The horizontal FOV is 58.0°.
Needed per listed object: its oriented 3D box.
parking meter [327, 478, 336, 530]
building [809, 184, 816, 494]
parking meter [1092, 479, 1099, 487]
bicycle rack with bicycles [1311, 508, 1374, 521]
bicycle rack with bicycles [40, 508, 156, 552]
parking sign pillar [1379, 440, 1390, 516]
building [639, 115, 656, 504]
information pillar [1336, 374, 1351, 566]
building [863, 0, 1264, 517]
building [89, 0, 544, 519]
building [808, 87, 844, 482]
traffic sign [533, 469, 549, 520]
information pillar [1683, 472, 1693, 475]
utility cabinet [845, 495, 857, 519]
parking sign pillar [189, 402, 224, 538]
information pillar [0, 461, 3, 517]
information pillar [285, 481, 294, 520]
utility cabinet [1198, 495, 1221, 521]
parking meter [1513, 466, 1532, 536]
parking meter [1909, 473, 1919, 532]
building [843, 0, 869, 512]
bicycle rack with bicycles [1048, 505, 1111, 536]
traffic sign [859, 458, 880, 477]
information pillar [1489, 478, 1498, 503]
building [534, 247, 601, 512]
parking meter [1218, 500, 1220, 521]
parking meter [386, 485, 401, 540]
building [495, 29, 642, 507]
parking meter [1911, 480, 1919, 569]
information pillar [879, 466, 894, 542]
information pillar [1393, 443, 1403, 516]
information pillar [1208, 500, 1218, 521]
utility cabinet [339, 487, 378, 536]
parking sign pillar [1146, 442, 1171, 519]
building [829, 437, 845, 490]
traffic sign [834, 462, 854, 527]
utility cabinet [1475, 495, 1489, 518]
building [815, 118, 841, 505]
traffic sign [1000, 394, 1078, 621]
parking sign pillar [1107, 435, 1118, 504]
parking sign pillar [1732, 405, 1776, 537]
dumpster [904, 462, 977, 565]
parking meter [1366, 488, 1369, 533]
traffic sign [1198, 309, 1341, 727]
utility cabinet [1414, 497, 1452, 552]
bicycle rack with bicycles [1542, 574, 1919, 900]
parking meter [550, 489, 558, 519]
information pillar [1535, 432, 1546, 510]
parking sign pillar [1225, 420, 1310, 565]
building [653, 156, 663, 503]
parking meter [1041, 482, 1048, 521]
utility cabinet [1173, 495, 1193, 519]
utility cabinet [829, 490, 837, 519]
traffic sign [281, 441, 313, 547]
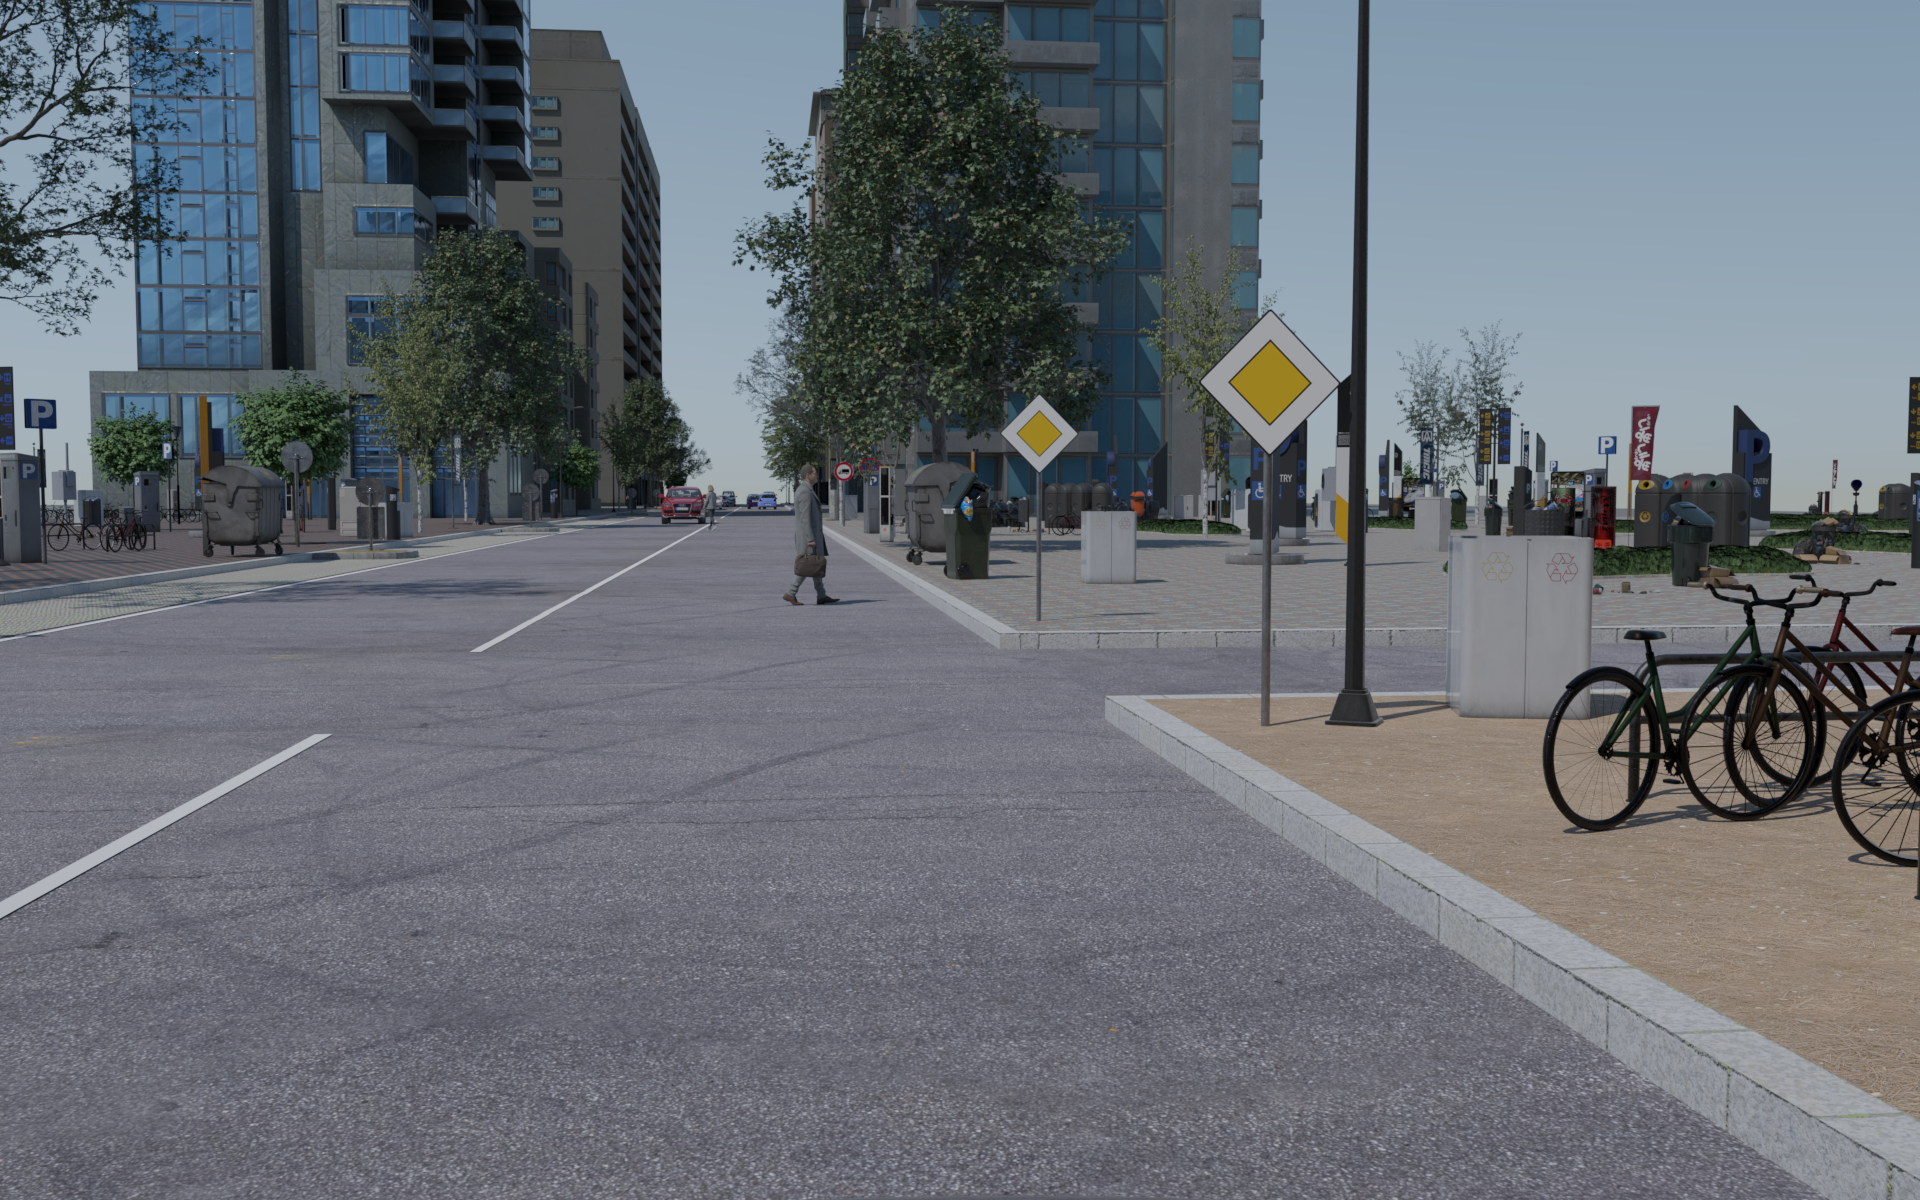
[{"bbox_3d":[-22.422,-3.429,61.782,0.255,1.863,0.399,-2,4,-26],"label":"parking meter"},{"bbox_3d":[-14.127,-36.347,244.378,14.600,45.320,14.200,0,4,-6],"label":"building"},{"bbox_3d":[5.331,-3.824,68.237,0.255,1.863,0.399,0,4,1],"label":"parking meter"},{"bbox_3d":[17.584,-4.068,79.889,2.925,0.926,2.852,0,4,7],"label":"bicycle rack with bicycles"},{"bbox_3d":[-19.427,-1.588,39.340,2.852,0.926,2.925,1,4,9],"label":"bicycle rack with bicycles"},{"bbox_3d":[20.865,-5.915,85.182,1.447,3.967,1.447,1,4,18],"label":"parking sign pillar"},{"bbox_3d":[-48.307,-35.645,206.502,21.300,48.544,21.600,0,4,-6],"label":"building"},{"bbox_3d":[6.947,-2.411,30.772,0.504,3.616,0.183,1,4,19],"label":"information pillar"},{"bbox_3d":[5.518,-29.899,108.450,23.786,49.044,30.456,0,4,-6],"label":"building"},{"bbox_3d":[-36.746,-48.346,103.127,22.319,86.520,31.000,0,4,-6],"label":"building"},{"bbox_3d":[-4.793,-38.813,223.823,28.713,52.752,27.495,0,4,-6],"label":"building"},{"bbox_3d":[-20.988,-5.299,86.749,0.768,2.556,0.104,0,4,-4],"label":"traffic sign"},{"bbox_3d":[24.689,-3.321,58.792,0.304,2.012,0.304,2,4,32],"label":"information pillar"},{"bbox_3d":[-5.878,-4.853,90.514,1.020,1.237,0.306,-2,4,-30],"label":"utility cabinet"},{"bbox_3d":[-22.123,-3.844,51.325,1.447,3.967,1.447,-2,4,-28],"label":"parking sign pillar"},{"bbox_3d":[-21.328,-2.095,38.747,0.304,2.012,0.304,3,5,40],"label":"information pillar"},{"bbox_3d":[-32.909,-4.925,85.022,0.304,2.012,0.304,-1,4,-8],"label":"information pillar"},{"bbox_3d":[11.654,-4.259,80.803,1.020,1.237,0.306,1,4,19],"label":"utility cabinet"},{"bbox_3d":[11.751,-1.864,36.183,0.255,1.863,0.399,3,5,43],"label":"parking meter"},{"bbox_3d":[26.079,-2.534,47.150,0.399,1.863,0.255,-2,4,-26],"label":"parking meter"},{"bbox_3d":[-1.809,-27.357,130.878,14.154,41.232,14.086,0,4,-6],"label":"building"},{"bbox_3d":[4.056,-2.512,54.451,2.925,0.926,2.852,-1,4,-10],"label":"bicycle rack with bicycles"},{"bbox_3d":[-3.023,-3.559,58.302,0.768,2.556,0.104,0,4,-5],"label":"traffic sign"},{"bbox_3d":[25.129,-4.718,81.625,0.304,2.012,0.304,-2,4,-27],"label":"information pillar"},{"bbox_3d":[-43.416,-17.703,134.475,27.650,21.520,28.899,0,4,-6],"label":"building"},{"bbox_3d":[10.137,-3.696,68.840,0.372,1.533,0.369,0,3,0],"label":"parking meter"},{"bbox_3d":[-15.879,-2.453,48.520,0.372,1.533,0.369,0,3,0],"label":"parking meter"},{"bbox_3d":[-46.078,-34.334,185.057,21.300,48.544,21.600,0,4,-6],"label":"building"},{"bbox_3d":[16.623,-1.311,29.846,0.372,1.533,0.369,0,3,0],"label":"parking meter"},{"bbox_3d":[-1.950,-2.547,46.129,0.304,2.012,0.304,1,4,18],"label":"information pillar"},{"bbox_3d":[20.025,-5.376,79.254,0.183,3.616,0.504,-2,4,-30],"label":"information pillar"},{"bbox_3d":[9.601,-3.749,65.793,0.304,2.012,0.304,-1,4,-16],"label":"information pillar"},{"bbox_3d":[-18.094,-2.661,52.185,1.173,1.500,0.318,1,4,15],"label":"utility cabinet"},{"bbox_3d":[10.075,-6.122,88.560,1.447,3.967,1.447,3,5,41],"label":"parking sign pillar"},{"bbox_3d":[-7.389,-25.503,188.677,14.160,30.474,14.107,0,4,-6],"label":"building"},{"bbox_3d":[-4.582,-4.178,68.418,0.768,2.556,0.104,0,4,0],"label":"traffic sign"},{"bbox_3d":[28.151,-4.996,92.843,1.020,1.237,0.306,0,4,5],"label":"utility cabinet"},{"bbox_3d":[-9.071,-33.793,202.632,14.600,45.320,14.200,0,4,-6],"label":"building"},{"bbox_3d":[0.793,-0.844,17.449,0.795,2.450,0.064,0,4,-6],"label":"traffic sign"},{"bbox_3d":[6.968,-5.540,79.050,1.447,3.967,1.447,0,4,3],"label":"parking sign pillar"},{"bbox_3d":[24.098,-3.929,52.710,1.447,3.967,1.447,-2,4,-28],"label":"parking sign pillar"},{"bbox_3d":[-0.335,-1.592,31.781,1.264,1.857,1.865,0,4,-7],"label":"dumpster"},{"bbox_3d":[13.247,-2.973,57.012,0.372,1.533,0.369,0,3,0],"label":"parking meter"},{"bbox_3d":[1.685,-0.359,9.514,0.795,2.450,0.064,0,4,-6],"label":"traffic sign"},{"bbox_3d":[10.618,-1.697,38.902,0.306,1.237,1.020,-1,4,-18],"label":"utility cabinet"},{"bbox_3d":[3.624,0.418,6.556,2.925,0.926,2.852,0,4,-7],"label":"bicycle rack with bicycles"},{"bbox_3d":[-21.305,-5.045,90.900,0.372,1.533,0.369,0,3,0],"label":"parking meter"},{"bbox_3d":[22.096,-4.565,65.985,0.504,3.616,0.183,-2,4,-35],"label":"information pillar"},{"bbox_3d":[5.615,-2.652,31.827,1.447,3.967,1.447,1,4,16],"label":"parking sign pillar"},{"bbox_3d":[-50.777,-37.000,228.648,21.300,48.544,21.600,0,4,-6],"label":"building"},{"bbox_3d":[4.228,-4.976,87.069,0.399,1.863,0.255,-3,5,-44],"label":"parking meter"},{"bbox_3d":[11.613,-4.827,90.075,1.020,1.237,0.306,-1,4,-10],"label":"utility cabinet"},{"bbox_3d":[-6.419,-4.897,88.741,0.318,1.500,1.173,1,4,11],"label":"utility cabinet"},{"bbox_3d":[-15.931,-2.539,41.612,0.768,2.556,0.104,0,4,1],"label":"traffic sign"}]
